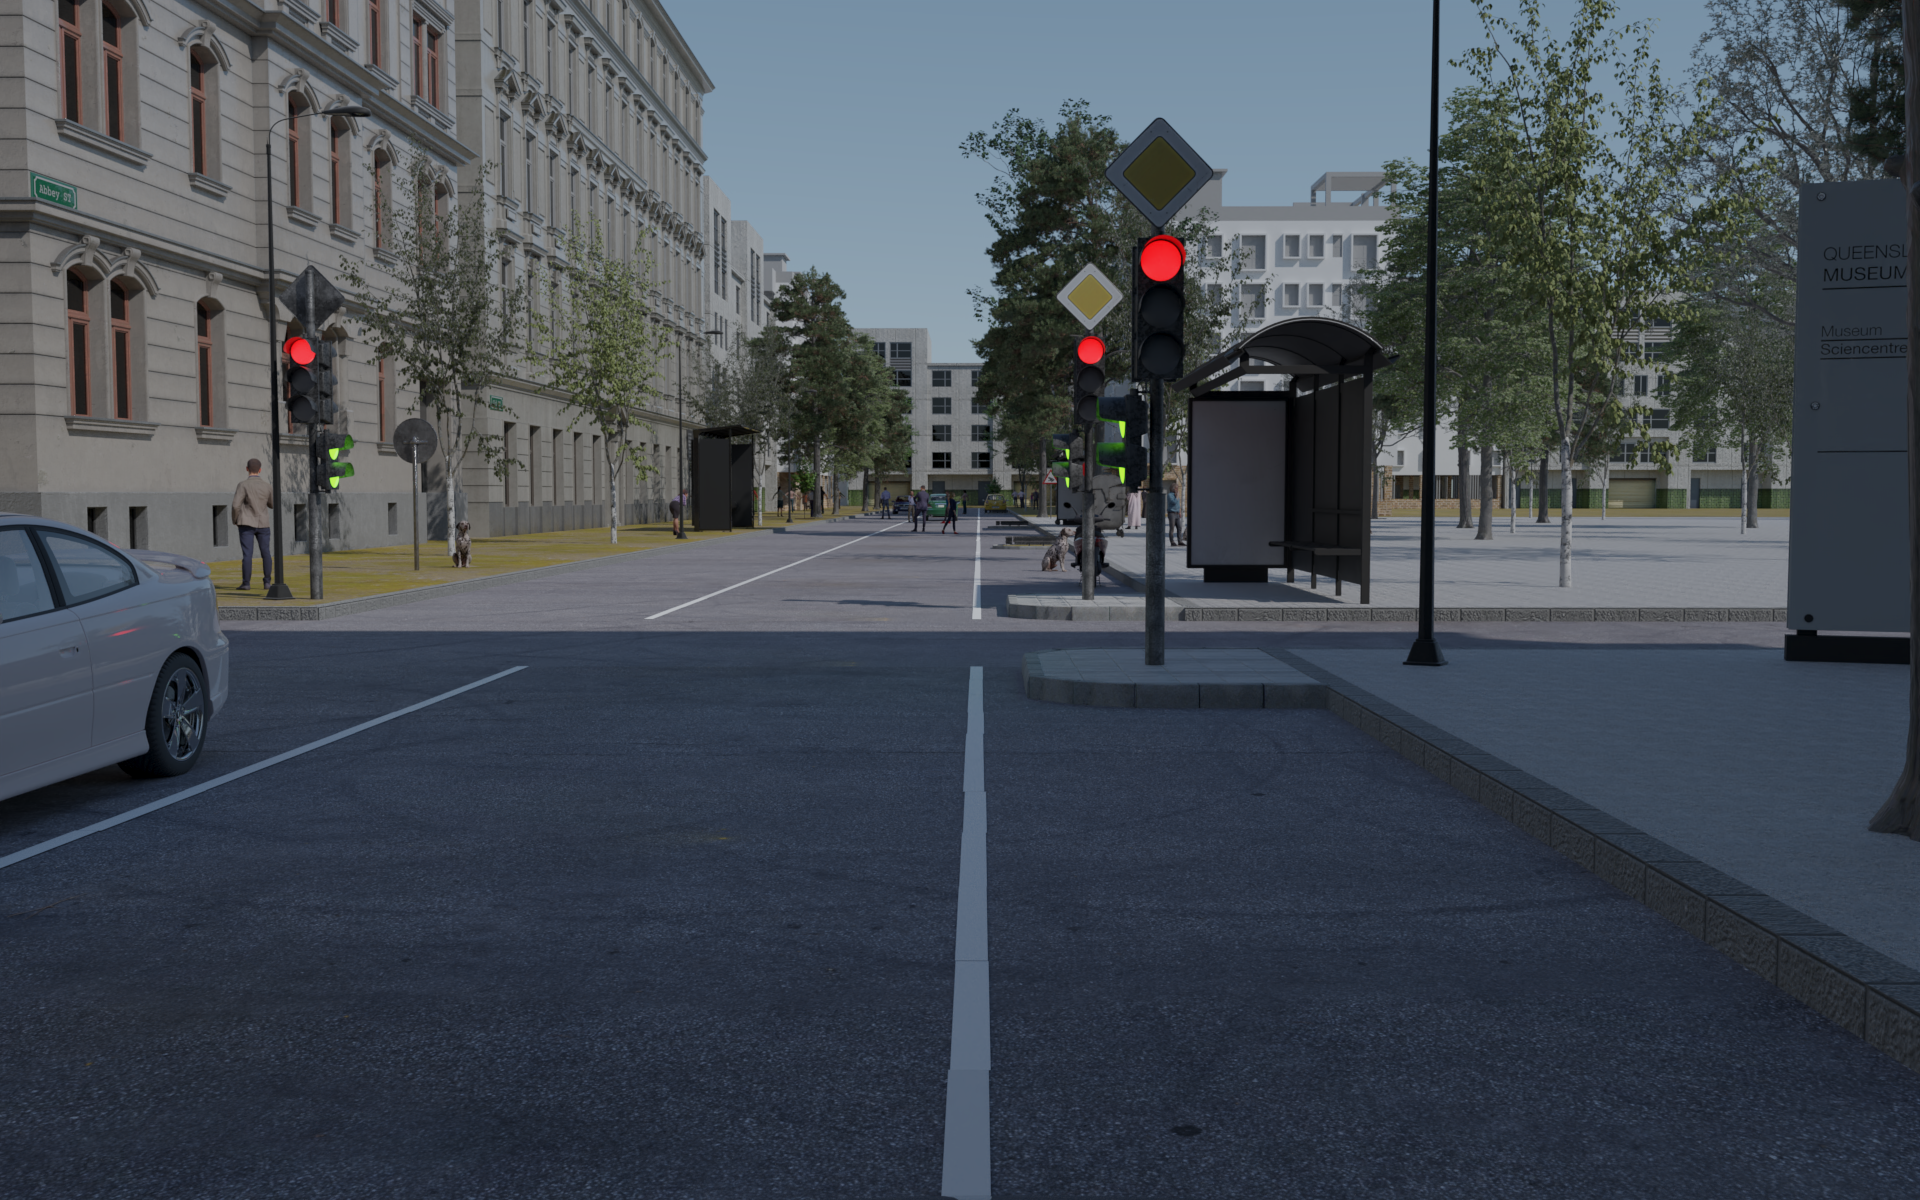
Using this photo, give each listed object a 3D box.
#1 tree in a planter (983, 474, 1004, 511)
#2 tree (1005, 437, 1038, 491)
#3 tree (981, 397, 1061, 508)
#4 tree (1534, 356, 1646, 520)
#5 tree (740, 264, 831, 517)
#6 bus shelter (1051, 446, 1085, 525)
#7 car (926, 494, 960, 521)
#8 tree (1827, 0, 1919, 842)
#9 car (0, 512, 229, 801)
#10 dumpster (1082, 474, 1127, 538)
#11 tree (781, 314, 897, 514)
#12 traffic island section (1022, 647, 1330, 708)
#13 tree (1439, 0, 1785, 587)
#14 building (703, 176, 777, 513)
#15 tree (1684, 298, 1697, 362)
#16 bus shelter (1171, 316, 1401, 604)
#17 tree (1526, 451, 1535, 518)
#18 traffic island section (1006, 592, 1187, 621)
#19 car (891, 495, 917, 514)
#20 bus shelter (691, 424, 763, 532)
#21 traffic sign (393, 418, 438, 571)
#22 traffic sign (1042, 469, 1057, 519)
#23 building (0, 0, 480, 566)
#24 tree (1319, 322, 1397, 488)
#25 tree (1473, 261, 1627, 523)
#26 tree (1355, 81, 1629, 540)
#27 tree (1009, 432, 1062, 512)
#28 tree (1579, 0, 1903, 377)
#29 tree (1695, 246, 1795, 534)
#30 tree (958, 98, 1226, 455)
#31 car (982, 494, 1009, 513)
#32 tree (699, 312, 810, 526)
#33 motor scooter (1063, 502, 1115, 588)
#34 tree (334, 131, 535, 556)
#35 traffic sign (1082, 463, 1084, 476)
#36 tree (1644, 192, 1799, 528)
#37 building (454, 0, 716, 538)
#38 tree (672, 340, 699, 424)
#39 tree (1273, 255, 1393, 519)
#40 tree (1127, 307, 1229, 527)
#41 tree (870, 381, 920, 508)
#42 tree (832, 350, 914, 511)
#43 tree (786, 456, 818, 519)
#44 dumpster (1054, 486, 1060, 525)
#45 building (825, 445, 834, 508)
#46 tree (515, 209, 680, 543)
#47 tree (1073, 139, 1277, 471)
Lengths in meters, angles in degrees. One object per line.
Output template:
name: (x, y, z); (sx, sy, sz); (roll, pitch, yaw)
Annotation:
tree in a planter: (2.999, -9.325, 149.681); (1.991, 3.239, 1.994); (0, 4, 1)
tree: (6.181, -13.413, 169.663); (4.360, 8.622, 3.978); (0, 3, 0)
tree: (5.766, -14.420, 161.517); (9.928, 11.665, 9.643); (0, 3, 0)
tree: (31.479, -8.239, 85.065); (4.360, 8.622, 3.978); (0, 3, 0)
tree: (-8.049, -11.446, 94.558); (7.806, 13.903, 7.818); (0, 3, 0)
bus shelter: (4.732, -4.575, 68.724); (2.014, 3.302, 5.546); (0, 4, 1)
car: (-1.038, -4.975, 93.135); (2.131, 1.459, 4.920); (0, 4, -1)
tree: (3.616, -6.050, 6.333); (7.806, 13.903, 7.818); (0, 3, 0)
car: (-4.878, 0.298, 7.491); (2.083, 1.381, 4.827); (0, 4, 0)
dumpster: (4.309, -2.796, 51.472); (1.264, 1.857, 1.865); (0, 4, 1)
tree: (-7.775, -11.678, 109.058); (7.486, 12.596, 7.792); (0, 3, 0)
traffic island section: (1.487, 0.565, 13.036); (2.009, 0.180, 2.903); (0, 4, 1)
tree: (8.448, -4.468, 23.412); (4.737, 8.622, 4.395); (0, 3, 0)
building: (-22.098, -15.035, 112.281); (16.747, 18.905, 31.486); (0, 4, 1)
tree: (25.240, -6.399, 54.987); (4.360, 8.622, 3.978); (0, 3, 0)
bus shelter: (4.040, -1.750, 22.539); (2.014, 3.302, 5.546); (0, 4, 1)
tree: (30.955, -8.721, 92.946); (4.360, 8.622, 3.978); (0, 3, 0)
traffic island section: (1.576, 0.077, 21.020); (2.009, 0.180, 2.903); (0, 4, 1)
car: (-3.883, -6.781, 123.448); (1.945, 1.354, 3.894); (0, 4, 1)
bus shelter: (-8.201, -4.294, 61.485); (1.731, 3.624, 6.357); (0, 4, 0)
traffic sign: (-9.114, -1.766, 28.981); (0.768, 2.556, 0.104); (0, 4, 4)
traffic sign: (4.751, -5.540, 90.589); (0.884, 2.594, 0.081); (1, 4, 9)
building: (-20.237, -15.270, 37.051); (14.401, 28.519, 23.554); (0, 4, 1)
tree: (17.030, -7.520, 73.308); (4.360, 8.622, 3.978); (0, 3, 0)
tree: (25.886, -9.447, 76.511); (6.751, 12.117, 7.091); (0, 3, 0)
tree: (14.792, -7.986, 48.702); (7.486, 12.596, 7.792); (0, 3, 0)
tree: (5.034, -10.770, 126.448); (4.737, 8.622, 4.395); (0, 3, 0)
tree: (16.945, -7.494, 32.890); (12.009, 13.543, 11.850); (0, 3, 0)
tree: (23.459, -6.010, 48.631); (4.360, 8.622, 3.978); (0, 3, 0)
tree: (6.116, -13.770, 81.032); (12.611, 20.169, 13.585); (0, 3, 0)
car: (2.723, -7.492, 132.722); (2.015, 1.641, 3.980); (0, 4, 1)
tree: (-8.157, -7.346, 70.472); (4.360, 8.622, 3.978); (0, 3, 0)
motor scooter: (2.018, -0.868, 26.964); (0.815, 1.314, 1.986); (0, 4, 2)
tree: (-10.505, -5.201, 35.401); (4.360, 8.622, 3.978); (0, 3, 0)
traffic sign: (4.774, -3.826, 62.666); (0.768, 2.556, 0.104); (1, 4, 9)
tree: (29.524, -8.982, 64.982); (7.486, 12.596, 7.792); (0, 3, 0)
building: (-21.488, -18.050, 71.532); (17.030, 29.872, 44.131); (0, 4, 1)
tree: (-10.312, -7.650, 75.445); (4.360, 8.622, 3.978); (0, 3, 0)
tree: (21.226, -10.875, 88.183); (12.009, 13.543, 11.850); (0, 3, 0)
tree: (8.630, -7.151, 67.277); (4.737, 8.622, 4.395); (0, 3, 0)
tree: (-7.458, -14.166, 157.373); (9.928, 11.665, 9.643); (0, 3, 0)
tree: (-7.071, -12.709, 129.844); (6.751, 12.117, 7.091); (0, 3, 0)
tree: (-8.066, -5.736, 88.378); (1.663, 3.219, 1.824); (0, 3, 0)
dumpster: (4.597, -4.084, 72.532); (1.264, 1.857, 1.865); (0, 4, 1)
building: (-17.592, -18.533, 159.437); (11.380, 20.091, 16.016); (0, 4, 1)
tree: (-9.077, -5.761, 44.552); (4.737, 8.622, 4.395); (0, 3, 0)
tree: (4.176, -5.218, 35.682); (4.360, 8.622, 3.978); (0, 3, 0)
